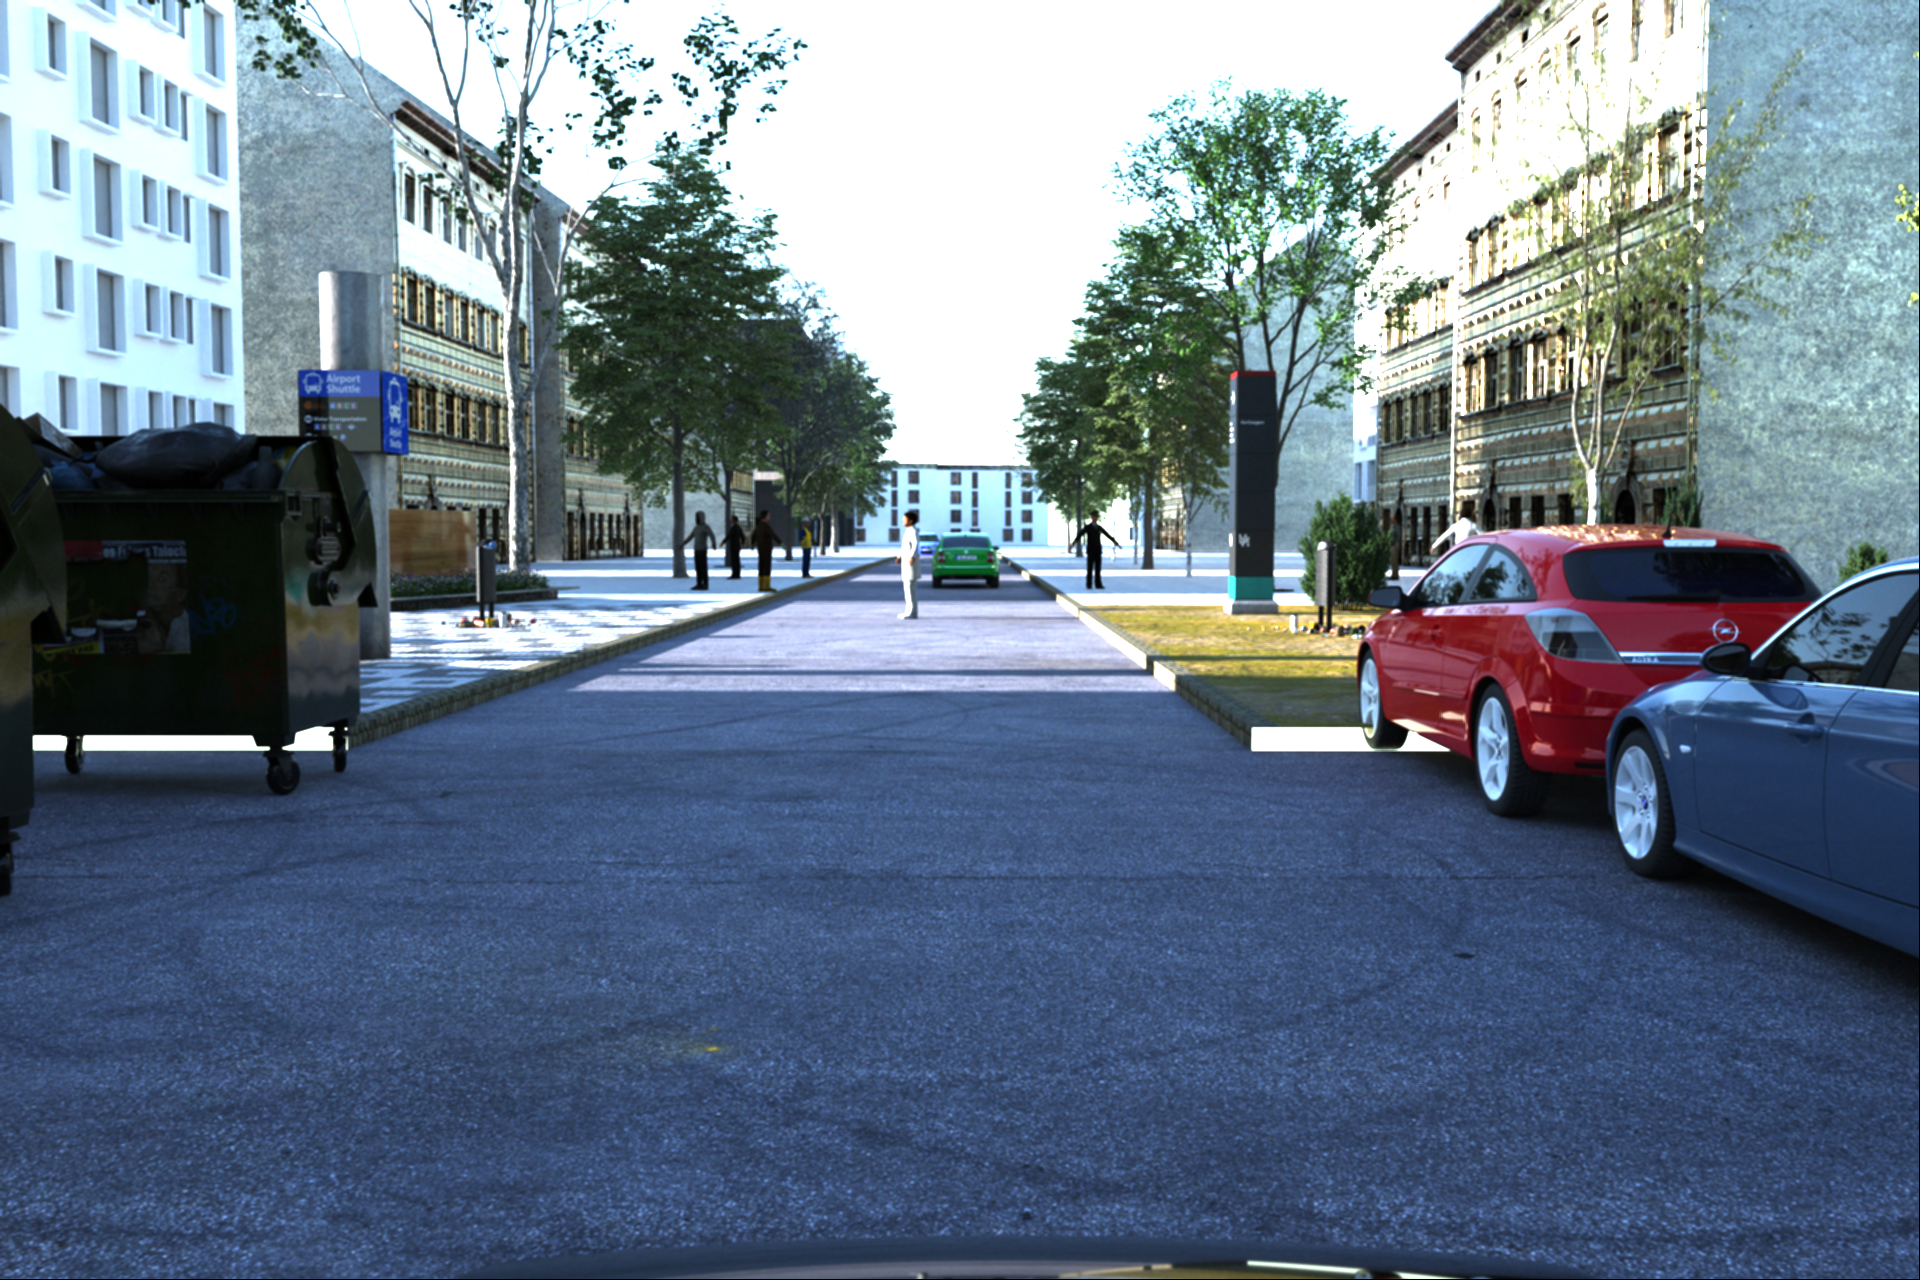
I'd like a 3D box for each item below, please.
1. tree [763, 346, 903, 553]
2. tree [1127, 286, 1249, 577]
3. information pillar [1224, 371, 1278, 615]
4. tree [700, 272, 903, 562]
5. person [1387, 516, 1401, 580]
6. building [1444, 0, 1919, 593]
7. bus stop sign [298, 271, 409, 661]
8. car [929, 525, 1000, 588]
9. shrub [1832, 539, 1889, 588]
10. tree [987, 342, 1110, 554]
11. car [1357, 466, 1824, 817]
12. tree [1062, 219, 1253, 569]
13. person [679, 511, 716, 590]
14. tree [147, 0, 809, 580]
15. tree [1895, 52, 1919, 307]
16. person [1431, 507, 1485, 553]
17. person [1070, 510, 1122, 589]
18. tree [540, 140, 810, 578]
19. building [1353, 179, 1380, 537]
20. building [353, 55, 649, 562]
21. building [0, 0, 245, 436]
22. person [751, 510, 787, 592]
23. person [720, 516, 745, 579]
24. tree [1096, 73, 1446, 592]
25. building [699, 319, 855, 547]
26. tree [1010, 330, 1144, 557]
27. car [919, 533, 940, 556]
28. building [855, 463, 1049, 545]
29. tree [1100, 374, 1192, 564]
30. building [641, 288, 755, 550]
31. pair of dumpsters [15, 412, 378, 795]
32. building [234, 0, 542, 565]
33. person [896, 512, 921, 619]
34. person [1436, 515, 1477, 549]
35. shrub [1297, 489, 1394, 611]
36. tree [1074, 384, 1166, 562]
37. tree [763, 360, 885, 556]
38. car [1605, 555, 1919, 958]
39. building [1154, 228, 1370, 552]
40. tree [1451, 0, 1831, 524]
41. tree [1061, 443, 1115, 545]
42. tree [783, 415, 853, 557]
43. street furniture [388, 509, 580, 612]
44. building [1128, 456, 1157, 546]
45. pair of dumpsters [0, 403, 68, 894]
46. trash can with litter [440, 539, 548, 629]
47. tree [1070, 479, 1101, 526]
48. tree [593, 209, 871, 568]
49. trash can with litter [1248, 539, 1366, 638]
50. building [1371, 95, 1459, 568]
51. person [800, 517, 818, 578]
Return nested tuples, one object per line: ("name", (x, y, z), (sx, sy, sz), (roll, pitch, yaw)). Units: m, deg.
("tree", (-8.594, -12.863, 116.969), (9.857, 13.997, 8.962), (0, 3, 0))
("tree", (6.821, -6.188, 51.530), (4.360, 8.622, 3.978), (0, 3, 0))
("information pillar", (4.690, -2.352, 27.826), (0.750, 3.857, 0.750), (0, 4, 0))
("tree", (-7.907, -10.434, 80.965), (12.009, 13.543, 11.850), (0, 3, 0))
("person", (12.109, -2.574, 48.352), (0.705, 1.796, 1.348), (0, 4, 0))
("building", (25.042, -13.150, 45.927), (19.493, 23.208, 18.063), (0, 4, 0))
("bus stop sign", (-6.186, -1.756, 17.730), (0.837, 3.901, 0.837), (0, 3, 0))
("car", (0.132, -2.363, 47.427), (1.959, 1.807, 4.718), (0, 4, -1))
("shrub", (13.672, -0.918, 26.121), (1.383, 1.207, 1.383), (0, 3, 0))
("tree", (6.932, -12.328, 111.934), (12.009, 13.543, 11.850), (0, 3, 0))
("car", (3.603, -0.074, 10.251), (2.155, 1.783, 4.494), (0, 4, 0))
("tree", (7.153, -8.863, 63.030), (7.486, 12.596, 7.792), (0, 3, 0))
("person", (-5.965, -2.054, 39.714), (0.705, 1.813, 1.348), (-3, 5, -45))
("tree", (-9.420, -10.876, 33.713), (12.611, 20.169, 13.585), (0, 3, 0))
("tree", (14.848, -4.473, 23.504), (4.737, 8.622, 4.395), (0, 3, 0))
("person", (9.988, -1.715, 34.226), (1.347, 1.806, 0.705), (1, 4, 21))
("person", (3.162, -2.121, 40.615), (1.347, 1.837, 0.705), (-1, 4, -22))
("tree", (-8.157, -8.065, 49.988), (7.486, 12.596, 7.792), (0, 3, 0))
("building", (26.127, -14.342, 90.909), (16.016, 20.090, 11.380), (0, 4, 0))
("building", (-27.460, -15.788, 89.057), (19.493, 23.208, 18.063), (0, 4, 1))
("building", (-26.476, -11.143, 38.602), (16.016, 20.090, 11.380), (0, 4, 0))
("person", (-4.321, -1.985, 38.599), (0.704, 1.812, 1.346), (-3, 5, -40))
("person", (-6.446, -2.643, 49.445), (0.704, 1.802, 1.346), (1, 4, 21))
("tree", (6.887, -6.901, 38.591), (9.928, 11.665, 9.643), (0, 3, 0))
("building", (-26.093, -20.620, 181.111), (27.936, 21.610, 32.646), (0, 4, 1))
("tree", (6.686, -10.870, 95.856), (7.486, 12.596, 7.792), (0, 3, 0))
("car", (-1.966, -5.726, 103.203), (1.945, 1.707, 3.694), (0, 3, 0))
("building", (-3.236, -15.960, 205.546), (28.070, 9.664, 9.099), (0, 4, -7))
("tree", (7.376, -7.508, 73.116), (4.360, 8.622, 3.978), (0, 3, 0))
("building", (-28.002, -19.414, 148.350), (19.493, 23.208, 18.063), (0, 4, 0))
("pair of dumpsters", (-5.753, -0.301, 9.877), (4.436, 2.255, 1.574), (0, 4, 1))
("building", (-28.704, -14.578, 69.277), (19.493, 23.208, 18.063), (0, 4, 1))
("person", (-0.869, -1.271, 29.419), (0.705, 1.806, 1.347), (-1, 4, -11))
("person", (12.571, -2.273, 43.294), (1.347, 1.817, 0.704), (2, 4, 27))
("shrub", (6.422, -1.499, 28.920), (1.690, 2.028, 1.600), (0, 3, 0))
("tree", (6.907, -7.921, 79.872), (4.360, 8.622, 3.978), (0, 3, 0))
("tree", (-8.197, -10.849, 103.134), (9.928, 11.665, 9.643), (0, 3, 0))
("car", (3.671, 0.383, 5.748), (2.014, 1.417, 4.499), (0, 4, 1))
("building", (25.441, -18.527, 133.840), (19.493, 23.208, 18.063), (0, 3, 0))
("tree", (7.512, -4.322, 21.021), (4.360, 8.622, 3.978), (0, 3, 0))
("tree", (15.418, -17.809, 209.299), (7.486, 12.596, 7.792), (0, 3, 0))
("tree", (-7.948, -8.853, 95.108), (4.737, 8.622, 4.395), (0, 3, 0))
("street furniture", (-10.622, -1.558, 32.331), (9.812, 1.723, 11.010), (1, 4, 14))
("building", (23.242, -14.612, 181.058), (9.099, 9.664, 28.070), (0, 4, 1))
("pair of dumpsters", (-5.809, -0.082, 6.291), (4.436, 2.255, 1.574), (0, 4, 0))
("trash can with litter", (-6.493, -0.822, 24.504), (1.678, 1.210, 2.233), (0, 4, -1))
("tree", (14.749, -15.385, 201.902), (4.737, 8.622, 4.395), (0, 3, 0))
("tree", (-9.004, -9.545, 66.430), (12.009, 13.543, 11.850), (0, 3, 0))
("trash can with litter", (4.686, -0.688, 22.309), (1.678, 1.210, 2.233), (0, 4, 0))
("building", (26.913, -14.261, 64.096), (19.493, 23.208, 18.063), (0, 4, 0))
("person", (-4.406, -2.696, 50.549), (0.721, 1.772, 1.216), (1, 4, 14))
